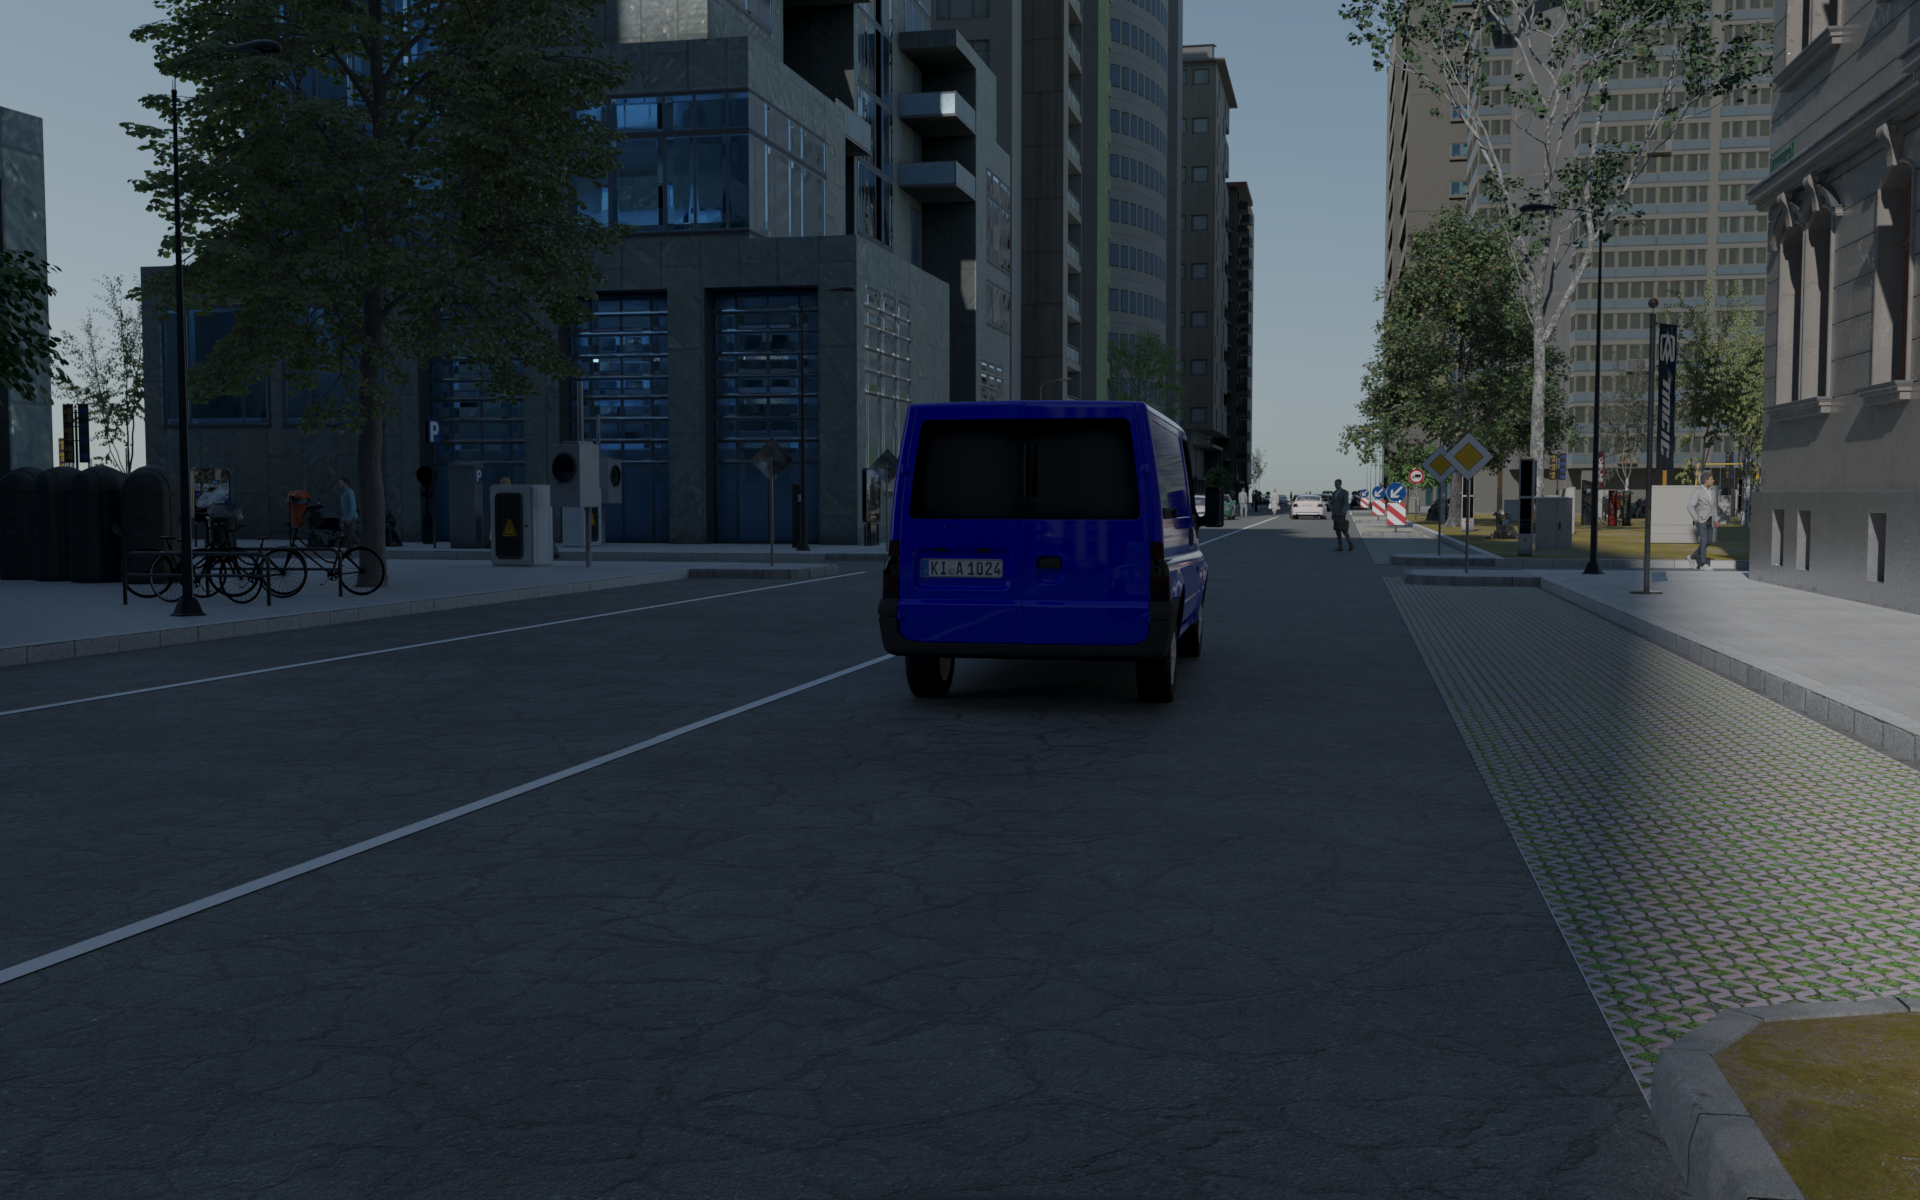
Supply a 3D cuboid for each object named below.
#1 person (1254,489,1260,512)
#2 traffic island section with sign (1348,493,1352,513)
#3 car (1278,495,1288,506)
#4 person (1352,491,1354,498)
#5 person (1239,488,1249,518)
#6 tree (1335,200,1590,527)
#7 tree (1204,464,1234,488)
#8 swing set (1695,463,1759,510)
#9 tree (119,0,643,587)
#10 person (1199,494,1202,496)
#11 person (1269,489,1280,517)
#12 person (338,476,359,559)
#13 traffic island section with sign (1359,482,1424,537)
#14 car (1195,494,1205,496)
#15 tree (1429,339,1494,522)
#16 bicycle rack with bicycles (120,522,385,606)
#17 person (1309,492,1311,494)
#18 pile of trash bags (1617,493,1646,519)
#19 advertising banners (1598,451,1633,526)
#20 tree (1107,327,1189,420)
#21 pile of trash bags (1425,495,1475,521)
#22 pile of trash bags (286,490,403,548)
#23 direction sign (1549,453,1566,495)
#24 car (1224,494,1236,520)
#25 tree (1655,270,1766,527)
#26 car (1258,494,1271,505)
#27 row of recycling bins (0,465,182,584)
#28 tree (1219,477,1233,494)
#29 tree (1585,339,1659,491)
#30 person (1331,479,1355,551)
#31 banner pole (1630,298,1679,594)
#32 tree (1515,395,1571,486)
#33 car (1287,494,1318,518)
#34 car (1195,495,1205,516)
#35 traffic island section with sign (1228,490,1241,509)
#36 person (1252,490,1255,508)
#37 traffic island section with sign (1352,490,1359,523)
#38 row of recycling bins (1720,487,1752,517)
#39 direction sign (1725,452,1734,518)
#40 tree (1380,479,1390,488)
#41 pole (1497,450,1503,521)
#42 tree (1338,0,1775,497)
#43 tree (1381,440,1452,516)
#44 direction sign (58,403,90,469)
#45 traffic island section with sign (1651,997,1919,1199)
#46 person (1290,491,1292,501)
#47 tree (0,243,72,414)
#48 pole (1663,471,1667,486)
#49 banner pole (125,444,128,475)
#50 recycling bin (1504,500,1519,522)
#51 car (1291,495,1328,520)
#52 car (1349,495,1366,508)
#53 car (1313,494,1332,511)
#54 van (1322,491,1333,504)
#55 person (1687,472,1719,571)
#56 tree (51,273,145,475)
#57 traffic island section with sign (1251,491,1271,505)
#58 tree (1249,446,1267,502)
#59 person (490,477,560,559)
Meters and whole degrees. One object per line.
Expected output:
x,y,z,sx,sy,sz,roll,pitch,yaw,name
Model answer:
24.156,-8.105,141.028,0.705,1.823,1.348,0,4,-8,person
31.136,-7.654,133.778,1.989,1.847,2.006,1,4,12,traffic island section with sign
39.622,-12.349,214.262,2.083,1.381,4.827,1,4,12,car
50.388,-13.039,221.779,0.705,1.812,1.348,2,4,24,person
17.178,-5.893,104.953,0.635,1.810,0.391,2,4,34,person
19.585,-9.214,67.658,9.611,12.733,9.660,0,3,0,tree
27.740,-12.396,186.395,4.285,4.588,4.351,0,3,0,tree
39.068,-5.559,88.515,3.119,2.851,2.862,2,4,30,swing set
-7.942,-6.477,24.026,7.486,12.596,7.792,0,3,0,tree
16.233,-6.468,117.467,0.599,1.433,0.991,2,4,33,person
19.618,-6.074,108.165,0.694,1.780,0.624,3,5,40,person
-13.315,-1.800,37.943,0.620,1.820,0.660,-2,4,-35,person
14.541,-3.036,58.262,1.989,1.847,2.006,1,4,12,traffic island section with sign
17.162,-6.996,123.188,1.959,1.807,4.718,1,4,10,car
22.233,-7.849,78.694,4.737,8.622,4.395,0,3,0,tree
-8.850,-0.465,20.982,2.925,0.926,2.852,0,4,8,bicycle rack with bicycles
42.594,-12.294,210.223,0.721,1.743,1.217,-1,4,-22,person
35.445,-4.968,90.977,3.447,1.369,1.912,-2,4,-31,pile of trash bags
26.413,-4.514,69.985,0.090,3.025,2.074,-1,4,-23,advertising banners
10.525,-11.113,107.451,9.928,11.665,9.643,0,3,0,tree
24.219,-4.574,84.545,1.912,1.369,3.447,3,5,41,pile of trash bags
-15.323,-2.000,42.458,3.447,1.369,1.912,2,4,32,pile of trash bags
33.231,-6.382,96.349,0.876,3.537,0.379,2,4,29,direction sign
14.395,-5.202,96.854,2.131,1.459,4.920,1,4,13,car
24.995,-6.581,57.963,4.737,8.622,4.395,0,3,0,tree
38.766,-12.954,221.586,2.009,1.686,4.222,1,4,13,car
-12.836,-1.124,25.492,3.534,1.692,1.069,2,4,27,row of recycling bins
27.621,-11.488,182.430,1.663,3.219,1.824,0,3,0,tree
32.049,-8.124,83.191,4.360,8.622,3.978,0,3,0,tree
9.560,-2.140,43.602,0.853,1.813,0.709,-2,4,-35,person
9.029,-1.979,22.370,0.863,3.779,0.401,-3,5,-40,banner pole
33.697,-9.279,102.066,4.360,8.622,3.978,0,3,0,tree
20.711,-5.780,104.294,2.009,1.686,4.222,1,4,11,car
10.670,-4.083,79.121,2.083,1.381,4.827,1,4,14,car
25.519,-9.391,162.174,1.989,1.847,2.006,1,4,12,traffic island section with sign
30.396,-10.452,179.472,0.705,1.814,1.350,0,4,0,person
20.357,-4.655,84.743,1.989,1.847,2.006,1,4,12,traffic island section with sign
43.772,-5.399,95.382,3.534,1.692,1.069,2,4,26,row of recycling bins
41.300,-6.179,93.024,0.876,3.537,0.379,-3,5,-41,direction sign
47.192,-12.032,191.326,1.663,3.219,1.824,0,3,0,tree
22.637,-4.818,72.616,0.158,3.312,0.155,0,3,0,pole
17.009,-11.630,46.039,12.611,20.169,13.585,0,3,0,tree
28.654,-7.790,111.084,4.285,4.588,4.351,0,3,0,tree
-22.133,-3.146,43.439,0.876,3.537,0.379,1,4,23,direction sign
2.478,0.324,3.324,1.989,1.847,2.006,1,4,12,traffic island section with sign
45.706,-14.109,239.275,0.705,1.812,1.348,1,4,16,person
-9.402,-1.883,14.504,4.285,4.588,4.351,0,3,0,tree
39.437,-6.306,96.951,0.158,3.312,0.155,0,3,0,pole
-41.487,-5.892,86.352,0.401,3.779,0.863,-3,4,-37,banner pole
25.319,-4.081,79.275,0.722,1.027,0.722,2,4,27,recycling bin
19.808,-5.252,98.229,2.083,1.381,4.827,1,4,14,car
41.052,-10.127,178.154,1.945,1.354,3.894,1,4,12,car
30.212,-8.186,145.635,2.131,1.459,4.920,1,4,12,car
45.642,-12.726,215.089,2.013,2.044,4.112,1,4,12,van
13.927,-1.482,32.577,0.661,1.843,0.795,-2,4,-23,person
-27.332,-6.480,56.315,4.360,8.622,3.978,0,3,0,tree
37.541,-12.738,216.892,1.989,1.847,2.006,1,4,12,traffic island section with sign
45.589,-19.439,268.183,4.737,8.622,4.395,0,3,0,tree
-9.658,-1.802,38.176,1.509,1.804,0.699,1,4,18,person
